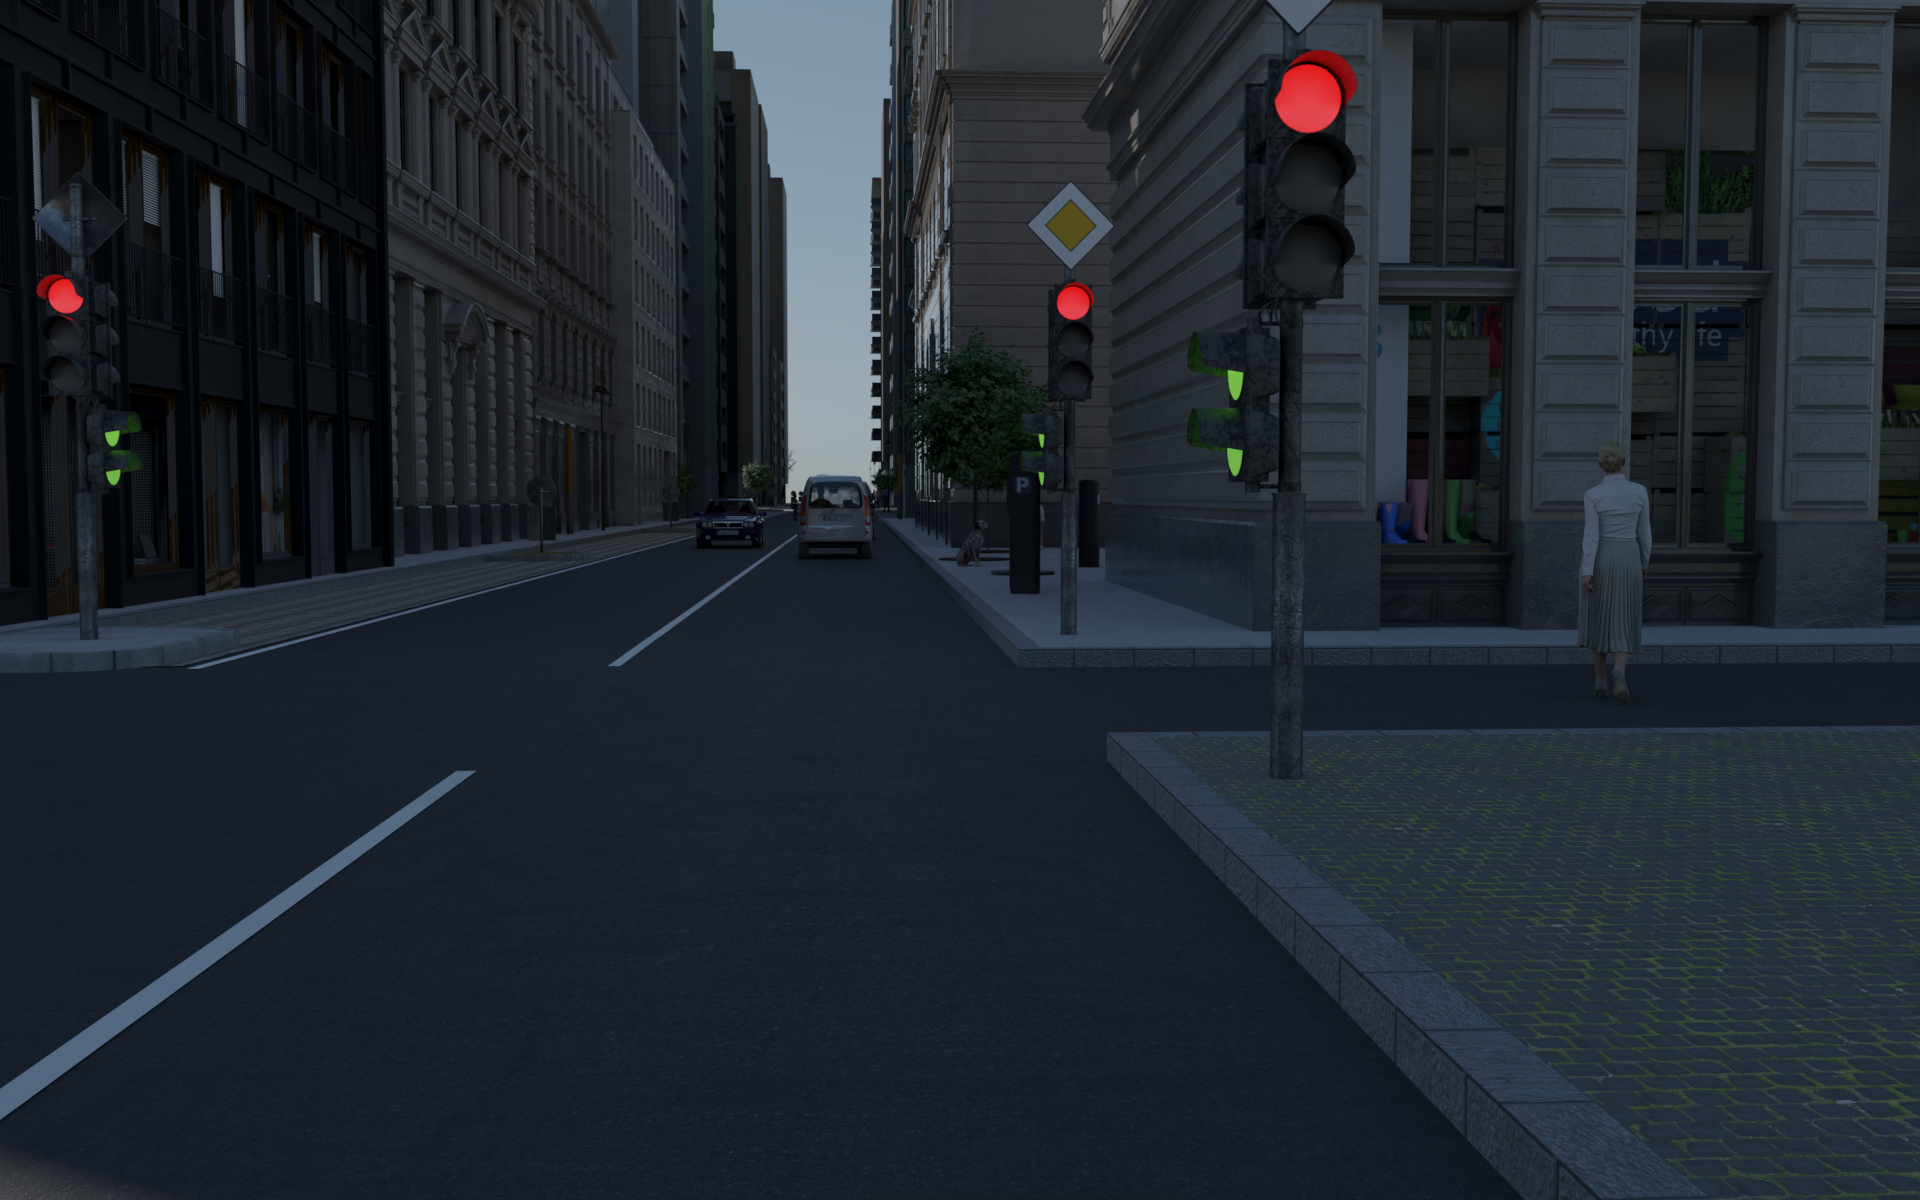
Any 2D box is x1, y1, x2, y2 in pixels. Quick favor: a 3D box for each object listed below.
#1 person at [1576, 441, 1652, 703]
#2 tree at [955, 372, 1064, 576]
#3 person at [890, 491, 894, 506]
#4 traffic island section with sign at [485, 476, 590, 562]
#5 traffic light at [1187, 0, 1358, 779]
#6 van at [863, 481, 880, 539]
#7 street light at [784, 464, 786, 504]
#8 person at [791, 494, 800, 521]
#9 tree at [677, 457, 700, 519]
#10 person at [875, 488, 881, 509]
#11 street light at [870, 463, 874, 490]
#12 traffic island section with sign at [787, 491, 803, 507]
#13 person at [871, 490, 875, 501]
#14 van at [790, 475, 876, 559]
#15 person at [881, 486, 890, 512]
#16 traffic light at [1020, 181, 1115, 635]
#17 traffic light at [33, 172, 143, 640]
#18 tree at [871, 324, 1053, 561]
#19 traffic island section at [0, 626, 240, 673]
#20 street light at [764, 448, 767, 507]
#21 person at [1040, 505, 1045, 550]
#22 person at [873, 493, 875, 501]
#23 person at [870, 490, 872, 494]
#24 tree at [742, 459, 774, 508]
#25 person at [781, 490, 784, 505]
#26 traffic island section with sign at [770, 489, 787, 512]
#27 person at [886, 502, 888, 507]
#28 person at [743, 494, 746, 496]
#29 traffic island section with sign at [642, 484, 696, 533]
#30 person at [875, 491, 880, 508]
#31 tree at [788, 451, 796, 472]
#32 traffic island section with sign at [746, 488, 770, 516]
[{"bbox_3d":[4.525,-0.198,11.967,0.478,1.798,0.641,1,4,19],"label":"person"},{"bbox_3d":[0.861,-2.017,27.573,1.663,3.219,1.824,0,3,0],"label":"tree"},{"bbox_3d":[-7.045,-10.614,180.245,0.621,1.740,0.551,-1,4,-16],"label":"person"},{"bbox_3d":[-9.078,-1.762,37.441,1.989,1.847,2.006,0,4,-3],"label":"traffic island section with sign"},{"bbox_3d":[1.461,-1.151,7.746,0.839,4.253,0.868,0,4,-3],"label":"traffic light"},{"bbox_3d":[-3.599,-2.998,56.035,2.013,2.044,4.112,0,4,-4],"label":"van"},{"bbox_3d":[-22.192,-15.100,219.670,0.468,5.910,1.993,0,4,-3],"label":"street light"},{"bbox_3d":[-8.875,-5.004,93.578,0.557,1.426,1.065,-3,5,-41],"label":"person"},{"bbox_3d":[-14.265,-5.807,89.551,1.663,3.219,1.824,0,3,0],"label":"tree"},{"bbox_3d":[-7.019,-8.771,149.325,0.599,1.838,0.709,1,4,16],"label":"person"},{"bbox_3d":[-10.088,-14.193,204.838,0.468,5.910,1.993,0,4,-3],"label":"street light"},{"bbox_3d":[-18.794,-11.478,196.293,1.989,1.847,2.006,0,4,-3],"label":"traffic island section with sign"},{"bbox_3d":[-9.859,-11.698,197.857,0.990,1.755,0.434,2,4,28],"label":"person"},{"bbox_3d":[-2.903,-2.008,39.850,2.013,2.044,4.112,0,4,-5],"label":"van"},{"bbox_3d":[-5.315,-7.181,123.322,0.709,1.838,0.599,-2,4,-33],"label":"person"},{"bbox_3d":[0.974,-1.639,15.716,0.839,4.253,0.868,0,4,-3],"label":"traffic light"},{"bbox_3d":[-7.670,-1.606,15.174,0.839,4.253,0.868,0,4,-3],"label":"traffic light"},{"bbox_3d":[0.215,-3.053,33.625,4.285,4.588,4.351,0,3,0],"label":"tree"},{"bbox_3d":[-7.711,0.427,15.306,2.009,0.180,2.903,0,4,-3],"label":"traffic island section"},{"bbox_3d":[-19.597,-12.349,174.690,0.468,5.910,1.993,0,4,-3],"label":"street light"},{"bbox_3d":[1.799,-1.785,39.912,0.352,1.250,0.332,3,5,42],"label":"person"},{"bbox_3d":[-9.503,-11.566,196.083,0.756,1.711,0.436,0,4,-4],"label":"person"},{"bbox_3d":[-11.173,-12.956,218.586,0.721,1.735,1.217,-1,4,-9],"label":"person"},{"bbox_3d":[-19.113,-10.961,162.925,4.285,4.588,4.351,0,3,0],"label":"tree"},{"bbox_3d":[-21.451,-12.402,208.845,0.705,1.821,1.348,0,4,-1],"label":"person"},{"bbox_3d":[-15.459,-8.152,141.920,1.989,1.847,2.006,0,4,-3],"label":"traffic island section with sign"},{"bbox_3d":[-7.116,-9.920,168.108,0.599,1.838,0.709,-3,5,-41],"label":"person"},{"bbox_3d":[-19.737,-9.196,156.930,0.617,1.759,0.750,3,5,39],"label":"person"},{"bbox_3d":[-10.713,-3.408,64.347,1.989,1.847,2.006,0,4,-3],"label":"traffic island section with sign"},{"bbox_3d":[-7.302,-8.939,153.108,0.541,1.710,0.530,-1,4,-23],"label":"person"},{"bbox_3d":[-25.562,-18.283,249.284,4.737,8.622,4.395,0,3,0],"label":"tree"},{"bbox_3d":[-13.820,-6.507,115.015,1.989,1.847,2.006,0,4,-3],"label":"traffic island section with sign"}]
